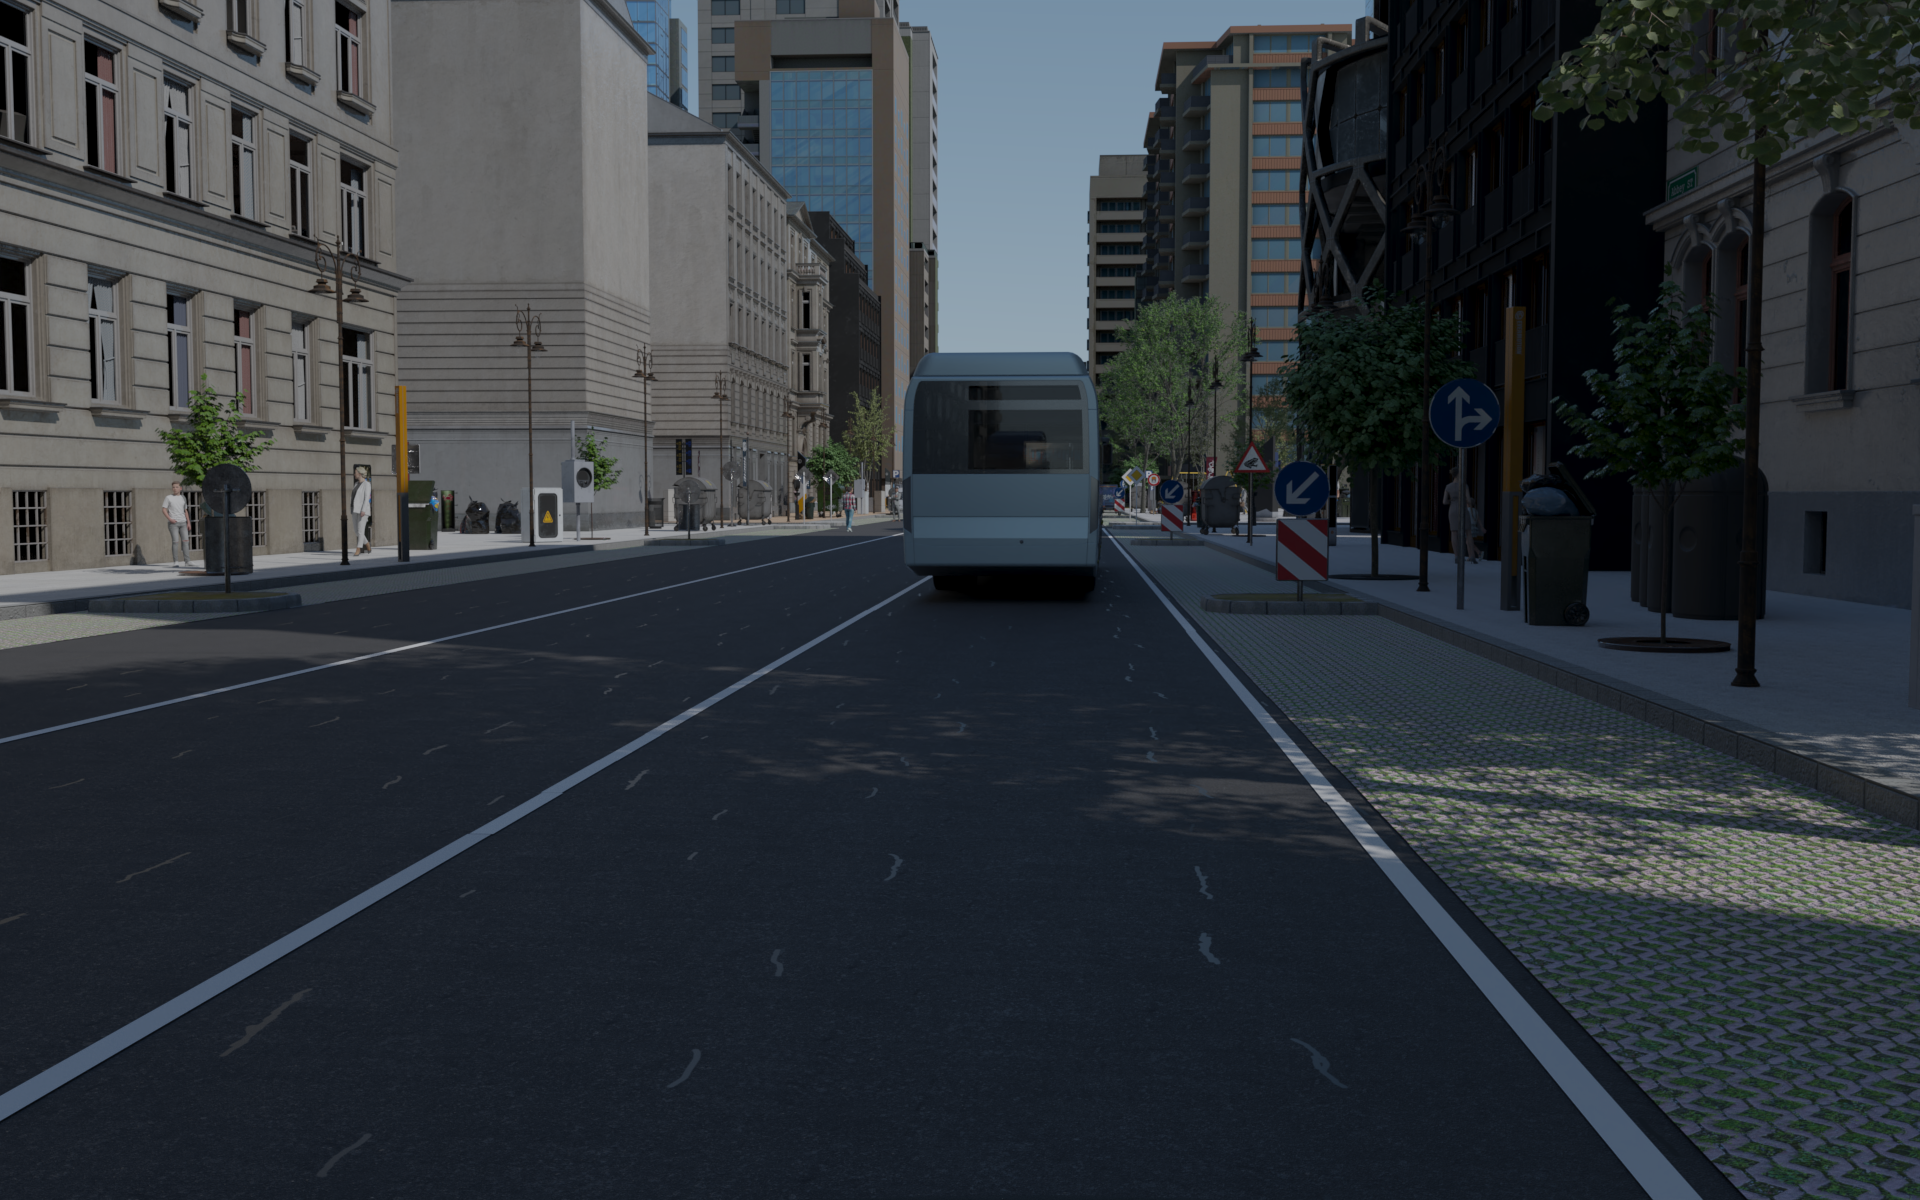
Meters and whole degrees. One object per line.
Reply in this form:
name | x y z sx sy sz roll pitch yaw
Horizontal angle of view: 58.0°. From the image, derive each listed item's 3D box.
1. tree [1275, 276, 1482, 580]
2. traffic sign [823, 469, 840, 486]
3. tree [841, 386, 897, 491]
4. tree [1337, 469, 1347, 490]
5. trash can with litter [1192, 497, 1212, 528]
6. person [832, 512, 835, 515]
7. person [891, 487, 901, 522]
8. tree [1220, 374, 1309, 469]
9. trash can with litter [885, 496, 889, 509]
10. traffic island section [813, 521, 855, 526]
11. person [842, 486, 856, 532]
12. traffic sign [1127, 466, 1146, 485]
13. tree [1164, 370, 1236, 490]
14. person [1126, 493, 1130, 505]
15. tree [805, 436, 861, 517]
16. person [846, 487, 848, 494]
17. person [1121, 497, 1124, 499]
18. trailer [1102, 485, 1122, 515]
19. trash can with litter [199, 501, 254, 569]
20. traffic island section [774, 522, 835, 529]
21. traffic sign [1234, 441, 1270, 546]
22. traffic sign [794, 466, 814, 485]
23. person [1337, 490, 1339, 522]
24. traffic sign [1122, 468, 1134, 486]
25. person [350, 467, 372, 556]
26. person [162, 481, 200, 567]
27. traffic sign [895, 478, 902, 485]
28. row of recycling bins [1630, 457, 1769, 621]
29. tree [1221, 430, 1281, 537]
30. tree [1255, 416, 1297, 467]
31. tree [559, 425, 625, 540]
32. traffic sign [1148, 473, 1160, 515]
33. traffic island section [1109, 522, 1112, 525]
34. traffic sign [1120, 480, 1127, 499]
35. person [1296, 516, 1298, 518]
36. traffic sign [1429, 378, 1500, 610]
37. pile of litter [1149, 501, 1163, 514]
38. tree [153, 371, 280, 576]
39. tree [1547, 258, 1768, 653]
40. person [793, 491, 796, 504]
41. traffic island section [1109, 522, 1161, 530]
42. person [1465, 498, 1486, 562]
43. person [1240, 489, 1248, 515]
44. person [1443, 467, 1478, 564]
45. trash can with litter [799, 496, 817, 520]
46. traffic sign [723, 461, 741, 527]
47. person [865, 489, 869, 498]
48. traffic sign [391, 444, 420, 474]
tree | 6.373 -2.609 26.365 4.285 4.588 4.351 0 3 0
traffic sign | -5.927 -4.725 79.438 0.795 2.593 0.064 0 4 4
tree | -6.351 -10.293 118.660 4.737 8.622 4.395 0 3 0
tree | 32.986 -11.777 142.915 4.360 8.622 3.978 0 3 0
trash can with litter | 9.286 -3.345 66.072 0.624 1.170 1.055 2 4 25
person | -7.861 -6.147 107.027 0.515 1.767 0.782 1 4 19
person | -3.340 -4.977 90.062 0.511 1.800 0.466 0 4 4
tree | 23.415 -12.072 131.790 7.601 10.594 8.767 0 4 3
trash can with litter | -5.679 -8.329 147.235 2.233 1.210 1.678 1 4 9
traffic island section | -5.951 -3.500 79.507 2.009 0.180 2.903 0 4 4
person | -4.238 -3.470 66.076 0.563 1.720 0.643 2 4 28
traffic sign | 7.212 -4.181 70.554 0.795 2.593 0.064 0 4 4
tree | 13.707 -9.087 98.934 4.360 8.622 3.978 0 3 0
person | 19.547 -11.861 200.897 0.530 1.710 0.541 1 4 14
tree | -7.397 -6.995 98.085 4.285 4.588 4.351 0 3 0
person | -7.788 -6.974 120.164 0.616 1.811 0.778 3 5 42
person | 15.577 -9.680 167.502 0.628 1.438 0.799 1 4 15
trailer | 9.246 -6.113 107.001 1.471 1.999 3.904 0 4 5
trash can with litter | -12.422 -1.103 29.429 1.055 1.170 0.624 2 4 31
traffic island section | -6.475 -3.013 71.539 2.009 0.180 2.903 0 4 4
traffic sign | 7.217 -2.621 42.856 0.884 2.594 0.081 1 4 10
traffic sign | -6.451 -4.237 71.470 0.795 2.593 0.064 0 4 4
person | 17.040 -4.481 79.288 0.573 1.828 0.580 2 4 30
traffic sign | 7.737 -4.669 78.522 0.795 2.593 0.064 0 4 4
person | -12.397 -1.837 35.951 0.514 1.842 0.818 1 4 15
person | -13.759 -1.339 30.537 0.523 1.515 0.503 0 4 6
traffic sign | -4.738 -8.298 135.785 0.768 2.556 0.104 0 4 7
row of recycling bins | 8.099 -0.739 19.200 1.069 1.692 3.534 1 4 13
tree | 8.853 -3.522 52.186 1.663 3.219 1.824 0 3 0
tree | 25.878 -11.702 141.695 4.737 8.622 4.395 0 3 0
tree | -10.292 -3.296 48.486 1.663 3.219 1.824 0 3 0
traffic sign | 11.957 -6.532 106.910 0.768 2.556 0.104 0 4 5
traffic island section | 7.761 -3.445 78.603 2.009 0.180 2.903 0 4 4
traffic sign | 14.527 -9.350 152.974 0.768 2.556 0.104 0 4 6
person | 15.236 -4.363 77.561 0.661 1.801 0.590 -2 4 -24
traffic sign | 5.563 -1.167 19.181 0.768 2.556 0.104 0 4 6
pile of litter | 12.581 -5.902 110.468 1.719 0.858 1.176 -1 4 -15
tree | -11.989 -2.012 27.498 1.663 3.219 1.824 0 3 0
tree | 5.732 -1.209 14.366 1.663 3.219 1.824 0 3 0
person | -8.865 -5.385 94.677 0.593 1.750 0.643 1 4 21
traffic island section | 7.236 -2.957 70.635 2.009 0.180 2.903 0 4 4
person | 9.708 -1.332 32.843 0.505 1.210 0.382 -3 5 -44
person | 17.652 -6.220 107.858 0.853 1.813 0.709 -1 4 -8
person | 9.234 -1.561 31.914 0.599 1.781 0.374 2 4 33
trash can with litter | -7.709 -4.621 86.945 0.624 1.170 1.055 3 5 39
traffic sign | -8.857 -4.103 67.186 0.768 2.556 0.104 0 4 8
person | -6.774 -7.205 124.410 0.524 1.755 0.480 -1 4 -18
traffic sign | -11.404 -2.050 35.648 0.606 2.300 0.079 0 4 8
